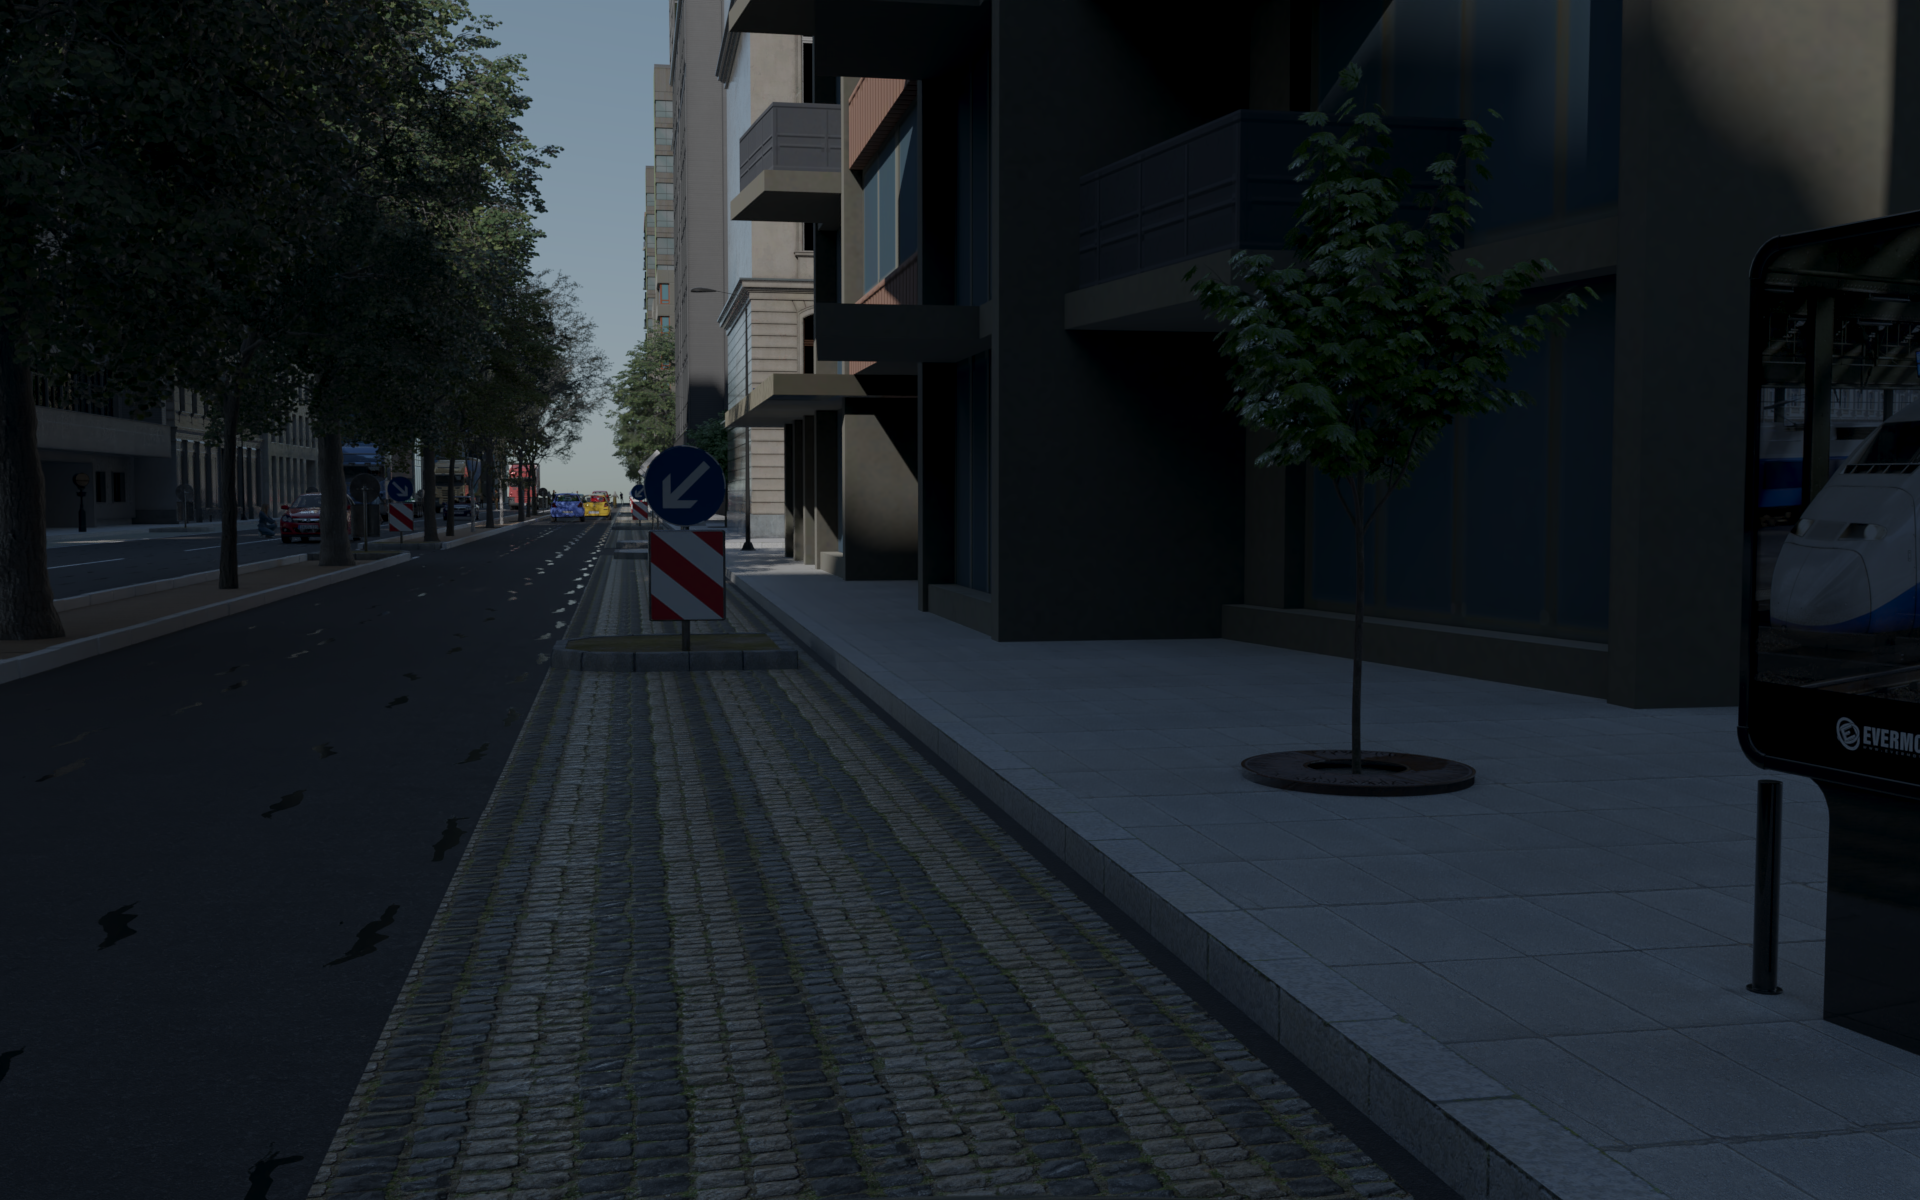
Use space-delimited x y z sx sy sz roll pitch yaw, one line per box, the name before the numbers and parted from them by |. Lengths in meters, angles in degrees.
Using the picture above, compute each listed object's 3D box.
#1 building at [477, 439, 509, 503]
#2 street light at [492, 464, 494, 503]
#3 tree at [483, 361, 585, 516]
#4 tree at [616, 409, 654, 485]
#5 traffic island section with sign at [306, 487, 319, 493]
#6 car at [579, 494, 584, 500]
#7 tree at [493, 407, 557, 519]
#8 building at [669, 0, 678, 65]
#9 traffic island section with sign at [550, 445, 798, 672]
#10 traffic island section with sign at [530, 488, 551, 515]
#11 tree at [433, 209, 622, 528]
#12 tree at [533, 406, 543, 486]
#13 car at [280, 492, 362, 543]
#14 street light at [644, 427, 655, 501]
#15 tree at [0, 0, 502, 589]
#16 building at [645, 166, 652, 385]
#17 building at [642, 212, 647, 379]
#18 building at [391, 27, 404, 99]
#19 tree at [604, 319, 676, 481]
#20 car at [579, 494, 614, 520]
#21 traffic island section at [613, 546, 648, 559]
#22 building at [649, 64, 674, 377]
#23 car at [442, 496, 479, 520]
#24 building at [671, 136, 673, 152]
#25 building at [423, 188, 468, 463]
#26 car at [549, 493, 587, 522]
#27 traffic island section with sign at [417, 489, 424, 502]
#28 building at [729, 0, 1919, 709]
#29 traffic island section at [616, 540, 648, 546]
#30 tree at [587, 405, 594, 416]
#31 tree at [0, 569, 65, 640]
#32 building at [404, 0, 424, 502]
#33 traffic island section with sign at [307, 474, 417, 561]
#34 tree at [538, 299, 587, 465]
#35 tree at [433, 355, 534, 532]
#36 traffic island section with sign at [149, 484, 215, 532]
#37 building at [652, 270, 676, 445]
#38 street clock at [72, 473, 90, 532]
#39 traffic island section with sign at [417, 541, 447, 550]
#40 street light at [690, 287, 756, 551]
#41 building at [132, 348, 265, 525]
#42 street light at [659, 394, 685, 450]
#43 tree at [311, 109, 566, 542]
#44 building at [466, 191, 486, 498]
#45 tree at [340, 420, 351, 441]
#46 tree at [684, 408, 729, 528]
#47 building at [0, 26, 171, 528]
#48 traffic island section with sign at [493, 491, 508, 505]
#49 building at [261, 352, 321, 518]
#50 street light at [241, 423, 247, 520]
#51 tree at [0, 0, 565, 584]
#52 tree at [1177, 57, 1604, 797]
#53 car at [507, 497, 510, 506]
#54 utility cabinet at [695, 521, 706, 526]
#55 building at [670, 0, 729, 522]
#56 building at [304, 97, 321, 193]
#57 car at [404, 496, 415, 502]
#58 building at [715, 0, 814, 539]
building | -81.511 -25.010 253.945 27.650 21.520 28.899 -1 4 -11
street light | -64.388 -16.410 240.845 1.470 5.913 1.316 -1 4 -11
tree | -28.274 -11.384 114.333 9.928 11.665 9.643 0 3 0
tree | -35.510 -17.520 203.464 9.611 12.733 9.660 0 3 0
traffic island section with sign | -34.386 -5.094 91.909 1.989 1.847 2.006 -1 4 -11
car | -25.227 -6.390 113.271 1.959 1.807 4.718 -1 4 -10
tree | -24.662 -8.849 97.507 4.737 8.622 4.395 0 3 0
building | -22.770 -45.755 186.347 20.563 71.187 20.611 -1 4 -11
traffic island section with sign | -2.476 -0.378 14.814 1.989 1.847 2.006 -1 4 -11
traffic island section with sign | -28.737 -6.795 119.238 2.006 1.907 1.989 -1 4 -11
tree | -19.673 -9.735 71.990 12.009 13.543 11.850 0 3 0
tree | -21.297 -7.794 80.248 4.360 8.622 3.978 0 3 0
car | -19.227 -2.639 52.184 2.155 1.783 4.494 -1 4 -10
street light | -21.171 -9.075 120.923 1.470 5.913 1.316 -1 4 -11
tree | -10.952 -5.413 25.373 8.767 10.594 7.601 -1 4 -11
building | -32.511 -32.761 219.229 14.154 41.232 14.086 -1 4 -11
building | -36.997 -37.300 264.472 22.147 44.769 28.867 -1 4 -11
building | -54.747 -30.357 146.451 14.600 45.320 14.200 -1 4 -11
tree | -21.550 -13.535 127.954 9.857 13.997 8.962 0 3 0
car | -20.261 -5.257 96.179 2.015 1.641 3.980 -1 4 -10
traffic island section | -6.799 -1.031 39.141 2.009 0.180 2.903 -1 4 -11
building | -22.722 -29.728 169.641 14.154 41.232 14.086 -1 4 -11
car | -27.530 -5.077 95.584 1.945 1.354 3.894 -1 4 -12
building | -10.985 -19.764 110.529 14.401 28.519 23.554 -1 4 -11
building | -66.156 -33.915 204.614 14.600 45.320 14.200 -1 4 -11
car | -20.349 -4.912 89.900 1.945 1.707 3.694 -1 4 -12
traffic island section with sign | -43.756 -8.085 140.815 1.989 1.847 2.006 -1 4 -11
building | 8.216 -22.567 23.593 22.147 44.769 28.867 -1 4 -11
traffic island section | -8.303 -1.511 46.984 2.009 0.180 2.903 -1 4 -11
tree | -26.384 -10.302 105.310 8.767 10.594 7.601 -1 4 -11
tree | -9.232 -6.576 16.626 9.857 13.997 8.962 0 3 0
building | -63.100 -52.240 166.799 22.319 86.520 31.000 -1 4 -11
traffic island section with sign | -13.198 -1.836 38.163 2.006 1.907 1.989 -1 4 -11
tree | -17.215 -7.406 57.950 8.767 10.594 7.601 -1 4 -11
tree | -18.073 -6.802 64.025 4.360 8.622 3.978 0 3 0
traffic island section with sign | -29.284 -3.465 65.286 1.989 1.847 2.006 -1 4 -11
building | -12.424 -18.675 150.368 27.650 21.520 28.899 -1 4 -11
street clock | -29.592 -3.289 58.350 0.358 2.002 0.471 3 4 37
traffic island section with sign | -14.583 -2.282 45.440 2.006 1.907 1.989 -1 4 -11
street light | -5.353 -4.072 39.122 1.470 5.913 1.316 -1 4 -11
building | -39.314 -14.150 80.505 9.793 20.994 18.267 -1 4 -11
street light | -13.198 -6.588 80.263 1.470 5.913 1.316 -1 4 -11
tree | -15.465 -7.943 50.456 7.486 12.596 7.792 0 3 0
building | -73.724 -34.899 225.218 22.147 44.769 28.867 -1 4 -11
tree | -41.857 -9.996 113.789 4.737 8.622 4.395 0 3 0
tree | -9.068 -5.057 66.398 4.285 4.588 4.351 0 3 0
building | -37.160 -14.507 56.250 14.314 24.678 30.058 -1 4 -11
traffic island section with sign | -59.452 -13.095 222.731 1.989 1.847 2.006 -1 4 -11
building | -42.946 -14.858 97.681 10.420 20.320 16.860 -1 4 -11
street light | -34.338 -6.833 84.266 1.470 5.913 1.316 -1 4 -11
tree | -12.384 -7.636 33.968 9.857 13.997 8.962 0 3 0
tree | 1.723 -0.811 7.863 1.663 3.219 1.824 0 3 0
car | -53.397 -12.209 208.653 2.155 1.783 4.494 -1 4 -11
utility cabinet | -10.693 -3.578 69.658 0.306 1.237 1.020 3 5 42
building | -7.000 -17.959 87.143 14.314 27.812 24.014 -1 4 -11
building | -59.916 -26.537 125.759 32.217 40.220 23.993 -1 4 -11
car | -40.867 -7.212 126.704 1.959 1.807 4.718 -1 4 -13
building | 9.625 -14.574 57.362 34.723 24.649 14.460 -1 4 -11
